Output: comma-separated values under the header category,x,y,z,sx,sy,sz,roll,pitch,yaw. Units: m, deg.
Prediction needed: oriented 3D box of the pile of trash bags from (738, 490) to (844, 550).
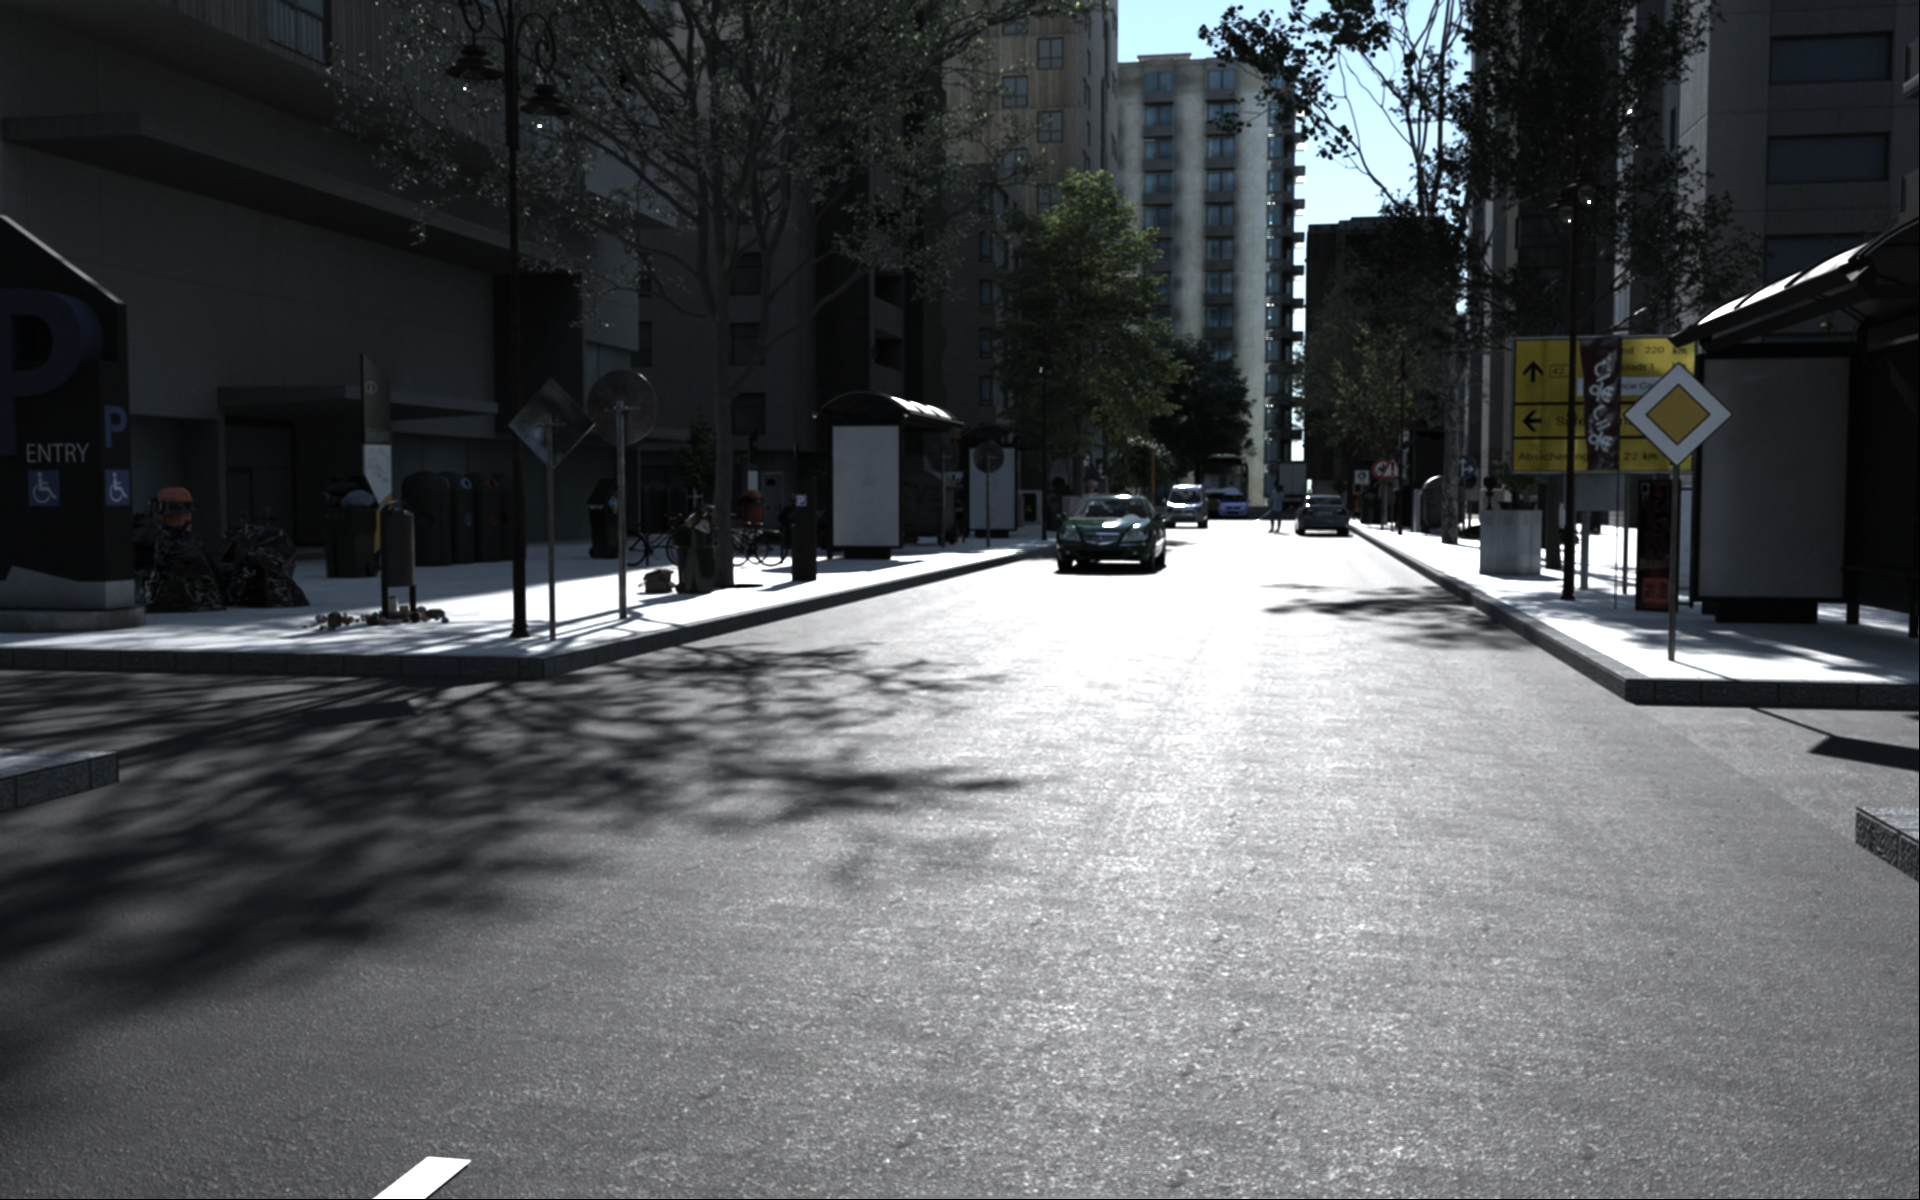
category,x,y,z,sx,sy,sz,roll,pitch,yaw
pile of trash bags,-3.799,-1.924,41.213,3.447,1.369,1.912,2,4,27

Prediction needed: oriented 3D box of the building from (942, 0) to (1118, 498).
category,x,y,z,sx,sy,sz,roll,pitch,yaw
building,-1.054,-34.021,145.486,27.495,52.752,28.713,1,4,11

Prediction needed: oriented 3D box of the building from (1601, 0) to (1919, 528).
category,x,y,z,sx,sy,sz,roll,pitch,yaw
building,35.934,-31.931,64.078,21.231,58.520,28.212,1,4,11

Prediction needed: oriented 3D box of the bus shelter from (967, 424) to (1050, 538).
category,x,y,z,sx,sy,sz,roll,pitch,yaw
bus shelter,1.357,-3.599,52.774,2.014,3.302,5.546,1,4,11

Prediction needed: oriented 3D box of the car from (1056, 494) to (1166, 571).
category,x,y,z,sx,sy,sz,roll,pitch,yaw
car,3.027,-1.361,34.056,2.131,1.459,4.920,1,4,11

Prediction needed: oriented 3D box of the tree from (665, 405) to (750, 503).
category,x,y,z,sx,sy,sz,roll,pitch,yaw
tree,-5.715,-2.648,37.897,1.663,3.219,1.824,0,3,0

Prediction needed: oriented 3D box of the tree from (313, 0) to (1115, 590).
category,x,y,z,sx,sy,sz,roll,pitch,yaw
tree,-3.142,-6.918,23.479,12.009,13.543,11.850,0,3,0

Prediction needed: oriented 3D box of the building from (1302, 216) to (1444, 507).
category,x,y,z,sx,sy,sz,roll,pitch,yaw
building,43.462,-25.154,182.974,14.107,30.474,14.160,1,4,11

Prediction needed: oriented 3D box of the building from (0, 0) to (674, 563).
category,x,y,z,sx,sy,sz,roll,pitch,yaw
building,-23.034,-27.507,38.984,28.713,52.752,27.495,1,4,11

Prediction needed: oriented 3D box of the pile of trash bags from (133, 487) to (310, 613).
category,x,y,z,sx,sy,sz,roll,pitch,yaw
pile of trash bags,-8.999,-0.650,20.387,1.912,1.369,3.447,-2,4,-35

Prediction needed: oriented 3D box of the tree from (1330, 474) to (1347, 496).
category,x,y,z,sx,sy,sz,roll,pitch,yaw
tree,35.724,-10.260,162.359,1.663,3.219,1.824,0,3,0

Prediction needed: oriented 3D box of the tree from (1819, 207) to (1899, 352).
category,x,y,z,sx,sy,sz,roll,pitch,yaw
tree,23.928,-5.746,44.306,4.360,8.622,3.978,0,3,0

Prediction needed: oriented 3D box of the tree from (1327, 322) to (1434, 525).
category,x,y,z,sx,sy,sz,roll,pitch,yaw
tree,17.334,-7.394,71.256,4.360,8.622,3.978,0,3,0

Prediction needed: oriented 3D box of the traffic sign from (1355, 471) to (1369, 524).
category,x,y,z,sx,sy,sz,roll,pitch,yaw
traffic sign,17.169,-4.398,74.043,0.606,2.300,0.079,1,4,15

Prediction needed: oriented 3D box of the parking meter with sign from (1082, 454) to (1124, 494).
category,x,y,z,sx,sy,sz,roll,pitch,yaw
parking meter with sign,6.143,-4.817,75.018,1.738,3.016,0.543,-2,4,-34

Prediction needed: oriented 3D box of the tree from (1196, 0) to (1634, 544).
category,x,y,z,sx,sy,sz,roll,pitch,yaw
tree,11.261,-11.489,43.728,12.611,20.169,13.585,0,3,0

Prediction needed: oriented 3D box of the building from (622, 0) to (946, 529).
category,x,y,z,sx,sy,sz,roll,pitch,yaw
building,-8.778,-18.202,69.312,14.160,30.474,14.107,1,4,11

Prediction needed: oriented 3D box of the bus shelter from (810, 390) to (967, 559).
category,x,y,z,sx,sy,sz,roll,pitch,yaw
bus shelter,-1.413,-2.605,36.513,2.014,3.302,5.546,1,4,11

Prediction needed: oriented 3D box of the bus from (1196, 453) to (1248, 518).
category,x,y,z,sx,sy,sz,roll,pitch,yaw
bus,16.614,-7.154,108.518,2.896,3.916,12.252,1,4,11

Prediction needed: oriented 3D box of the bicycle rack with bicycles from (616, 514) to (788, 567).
category,x,y,z,sx,sy,sz,roll,pitch,yaw
bicycle rack with bicycles,-4.342,-1.091,31.218,2.925,0.926,2.852,2,4,25

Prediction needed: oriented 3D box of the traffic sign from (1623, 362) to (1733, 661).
category,x,y,z,sx,sy,sz,roll,pitch,yaw
traffic sign,5.481,-0.590,13.290,0.795,2.450,0.064,1,4,11

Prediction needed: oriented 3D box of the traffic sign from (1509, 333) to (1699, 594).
category,x,y,z,sx,sy,sz,roll,pitch,yaw
traffic sign,8.231,-1.734,22.227,2.265,3.308,0.079,1,4,12

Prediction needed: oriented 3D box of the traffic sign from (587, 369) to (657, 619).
category,x,y,z,sx,sy,sz,roll,pitch,yaw
traffic sign,-3.467,-1.078,17.736,0.768,2.556,0.104,1,4,12

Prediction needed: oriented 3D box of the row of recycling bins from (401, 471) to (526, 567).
category,x,y,z,sx,sy,sz,roll,pitch,yaw
row of recycling bins,-9.247,-1.539,32.278,1.069,1.692,3.534,1,4,15

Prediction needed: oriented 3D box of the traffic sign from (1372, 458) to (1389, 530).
category,x,y,z,sx,sy,sz,roll,pitch,yaw
traffic sign,15.088,-3.775,61.827,0.768,2.556,0.104,1,4,12

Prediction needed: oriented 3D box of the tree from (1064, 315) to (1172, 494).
category,x,y,z,sx,sy,sz,roll,pitch,yaw
tree,6.052,-7.237,68.694,4.737,8.622,4.395,0,3,0

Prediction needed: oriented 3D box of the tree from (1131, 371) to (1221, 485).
category,x,y,z,sx,sy,sz,roll,pitch,yaw
tree,15.083,-11.446,121.555,7.601,10.594,8.767,1,4,21

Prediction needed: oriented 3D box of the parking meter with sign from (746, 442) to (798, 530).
category,x,y,z,sx,sy,sz,roll,pitch,yaw
parking meter with sign,-6.321,-3.793,58.274,1.738,3.016,0.543,-1,4,-9

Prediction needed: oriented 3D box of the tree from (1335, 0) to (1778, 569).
category,x,y,z,sx,sy,sz,roll,pitch,yaw
tree,9.850,-5.806,29.337,7.601,10.594,8.767,-1,4,-16

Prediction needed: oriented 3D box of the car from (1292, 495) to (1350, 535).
category,x,y,z,sx,sy,sz,roll,pitch,yaw
car,12.817,-3.020,61.386,2.014,1.417,4.499,1,4,9

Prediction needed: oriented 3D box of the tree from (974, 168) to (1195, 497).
category,x,y,z,sx,sy,sz,roll,pitch,yaw
tree,4.287,-8.701,60.396,7.486,12.596,7.792,0,3,0

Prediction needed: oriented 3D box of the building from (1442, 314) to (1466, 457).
category,x,y,z,sx,sy,sz,roll,pitch,yaw
building,65.665,-20.785,184.874,28.899,21.520,27.650,1,4,11

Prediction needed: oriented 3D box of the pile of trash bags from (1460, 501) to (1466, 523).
category,x,y,z,sx,sy,sz,roll,pitch,yaw
pile of trash bags,21.768,-4.155,77.692,1.912,1.369,3.447,0,4,-3

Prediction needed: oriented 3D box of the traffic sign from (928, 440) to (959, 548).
category,x,y,z,sx,sy,sz,roll,pitch,yaw
traffic sign,-0.401,-2.506,41.080,0.768,2.556,0.104,1,4,12

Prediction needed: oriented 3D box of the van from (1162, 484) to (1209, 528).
category,x,y,z,sx,sy,sz,roll,pitch,yaw
van,9.753,-4.130,74.535,2.013,2.044,4.112,1,4,12

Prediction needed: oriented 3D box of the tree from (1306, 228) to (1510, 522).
category,x,y,z,sx,sy,sz,roll,pitch,yaw
tree,19.501,-10.294,78.671,12.009,13.543,11.850,0,3,0

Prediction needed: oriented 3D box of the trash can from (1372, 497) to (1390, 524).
category,x,y,z,sx,sy,sz,roll,pitch,yaw
trash can,17.913,-3.796,73.710,0.748,1.137,0.748,0,3,0

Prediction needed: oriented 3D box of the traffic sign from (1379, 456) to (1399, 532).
category,x,y,z,sx,sy,sz,roll,pitch,yaw
traffic sign,14.561,-3.566,58.316,0.884,2.594,0.081,1,4,20

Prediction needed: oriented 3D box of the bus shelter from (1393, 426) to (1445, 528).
category,x,y,z,sx,sy,sz,roll,pitch,yaw
bus shelter,16.655,-4.350,62.404,1.731,3.624,6.357,1,4,11

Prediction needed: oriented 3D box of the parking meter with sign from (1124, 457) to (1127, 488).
category,x,y,z,sx,sy,sz,roll,pitch,yaw
parking meter with sign,7.003,-5.265,82.348,1.738,3.016,0.543,1,4,15

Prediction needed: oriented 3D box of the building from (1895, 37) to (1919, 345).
category,x,y,z,sx,sy,sz,roll,pitch,yaw
building,23.877,-22.903,24.571,14.200,45.320,14.600,1,4,11

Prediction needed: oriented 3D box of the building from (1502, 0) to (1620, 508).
category,x,y,z,sx,sy,sz,roll,pitch,yaw
building,35.955,-19.563,91.556,14.160,30.474,14.107,1,4,11

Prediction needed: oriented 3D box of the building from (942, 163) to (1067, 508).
category,x,y,z,sx,sy,sz,roll,pitch,yaw
building,-8.985,-16.047,107.416,27.650,21.520,28.899,1,4,11

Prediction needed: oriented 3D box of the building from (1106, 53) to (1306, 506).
category,x,y,z,sx,sy,sz,roll,pitch,yaw
building,22.491,-34.970,191.359,30.456,49.044,23.786,1,4,11

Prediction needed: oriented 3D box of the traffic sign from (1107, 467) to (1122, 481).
category,x,y,z,sx,sy,sz,roll,pitch,yaw
traffic sign,7.189,-4.948,81.009,0.768,2.556,0.104,1,4,17

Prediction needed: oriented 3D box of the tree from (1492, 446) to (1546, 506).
category,x,y,z,sx,sy,sz,roll,pitch,yaw
tree,20.775,-4.267,64.365,1.663,3.219,1.824,0,3,0

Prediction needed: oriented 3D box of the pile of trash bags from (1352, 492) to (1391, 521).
category,x,y,z,sx,sy,sz,roll,pitch,yaw
pile of trash bags,19.949,-4.486,83.098,1.912,1.369,3.447,-2,4,-23

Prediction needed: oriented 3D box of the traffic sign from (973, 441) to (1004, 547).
category,x,y,z,sx,sy,sz,roll,pitch,yaw
traffic sign,0.678,-2.538,41.603,0.768,2.556,0.104,1,4,16

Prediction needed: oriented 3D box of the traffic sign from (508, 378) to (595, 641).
category,x,y,z,sx,sy,sz,roll,pitch,yaw
traffic sign,-3.547,-0.697,15.031,0.795,2.450,0.064,1,4,11

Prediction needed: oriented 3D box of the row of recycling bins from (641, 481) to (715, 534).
category,x,y,z,sx,sy,sz,roll,pitch,yaw
row of recycling bins,-9.368,-2.994,56.072,3.534,1.692,1.069,1,4,22

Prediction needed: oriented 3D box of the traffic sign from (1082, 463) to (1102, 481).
category,x,y,z,sx,sy,sz,roll,pitch,yaw
traffic sign,5.547,-4.450,72.760,0.884,2.594,0.081,1,4,19

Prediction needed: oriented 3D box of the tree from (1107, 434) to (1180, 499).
category,x,y,z,sx,sy,sz,roll,pitch,yaw
tree,10.371,-6.797,94.843,4.285,4.588,4.351,0,3,0

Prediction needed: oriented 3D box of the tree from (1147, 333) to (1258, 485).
category,x,y,z,sx,sy,sz,roll,pitch,yaw
tree,18.777,-14.029,136.034,9.857,13.997,8.962,0,3,0

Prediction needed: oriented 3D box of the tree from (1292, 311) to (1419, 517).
category,x,y,z,sx,sy,sz,roll,pitch,yaw
tree,22.409,-10.539,98.069,9.928,11.665,9.643,0,3,0

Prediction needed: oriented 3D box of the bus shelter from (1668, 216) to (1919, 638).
category,x,y,z,sx,sy,sz,roll,pitch,yaw
bus shelter,7.626,-1.269,14.676,2.014,3.302,5.546,1,4,11

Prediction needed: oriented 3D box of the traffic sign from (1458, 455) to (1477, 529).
category,x,y,z,sx,sy,sz,roll,pitch,yaw
traffic sign,16.664,-3.494,57.234,0.768,2.556,0.104,1,4,18

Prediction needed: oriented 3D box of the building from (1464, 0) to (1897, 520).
category,x,y,z,sx,sy,sz,roll,pitch,yaw
building,43.779,-34.820,111.304,21.231,58.520,28.212,1,4,11

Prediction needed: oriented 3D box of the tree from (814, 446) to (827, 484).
category,x,y,z,sx,sy,sz,roll,pitch,yaw
tree,-3.818,-3.920,58.699,1.663,3.219,1.824,0,3,0

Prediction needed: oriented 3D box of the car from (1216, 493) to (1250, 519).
category,x,y,z,sx,sy,sz,roll,pitch,yaw
car,15.856,-5.558,100.457,1.945,1.707,3.694,1,4,9
